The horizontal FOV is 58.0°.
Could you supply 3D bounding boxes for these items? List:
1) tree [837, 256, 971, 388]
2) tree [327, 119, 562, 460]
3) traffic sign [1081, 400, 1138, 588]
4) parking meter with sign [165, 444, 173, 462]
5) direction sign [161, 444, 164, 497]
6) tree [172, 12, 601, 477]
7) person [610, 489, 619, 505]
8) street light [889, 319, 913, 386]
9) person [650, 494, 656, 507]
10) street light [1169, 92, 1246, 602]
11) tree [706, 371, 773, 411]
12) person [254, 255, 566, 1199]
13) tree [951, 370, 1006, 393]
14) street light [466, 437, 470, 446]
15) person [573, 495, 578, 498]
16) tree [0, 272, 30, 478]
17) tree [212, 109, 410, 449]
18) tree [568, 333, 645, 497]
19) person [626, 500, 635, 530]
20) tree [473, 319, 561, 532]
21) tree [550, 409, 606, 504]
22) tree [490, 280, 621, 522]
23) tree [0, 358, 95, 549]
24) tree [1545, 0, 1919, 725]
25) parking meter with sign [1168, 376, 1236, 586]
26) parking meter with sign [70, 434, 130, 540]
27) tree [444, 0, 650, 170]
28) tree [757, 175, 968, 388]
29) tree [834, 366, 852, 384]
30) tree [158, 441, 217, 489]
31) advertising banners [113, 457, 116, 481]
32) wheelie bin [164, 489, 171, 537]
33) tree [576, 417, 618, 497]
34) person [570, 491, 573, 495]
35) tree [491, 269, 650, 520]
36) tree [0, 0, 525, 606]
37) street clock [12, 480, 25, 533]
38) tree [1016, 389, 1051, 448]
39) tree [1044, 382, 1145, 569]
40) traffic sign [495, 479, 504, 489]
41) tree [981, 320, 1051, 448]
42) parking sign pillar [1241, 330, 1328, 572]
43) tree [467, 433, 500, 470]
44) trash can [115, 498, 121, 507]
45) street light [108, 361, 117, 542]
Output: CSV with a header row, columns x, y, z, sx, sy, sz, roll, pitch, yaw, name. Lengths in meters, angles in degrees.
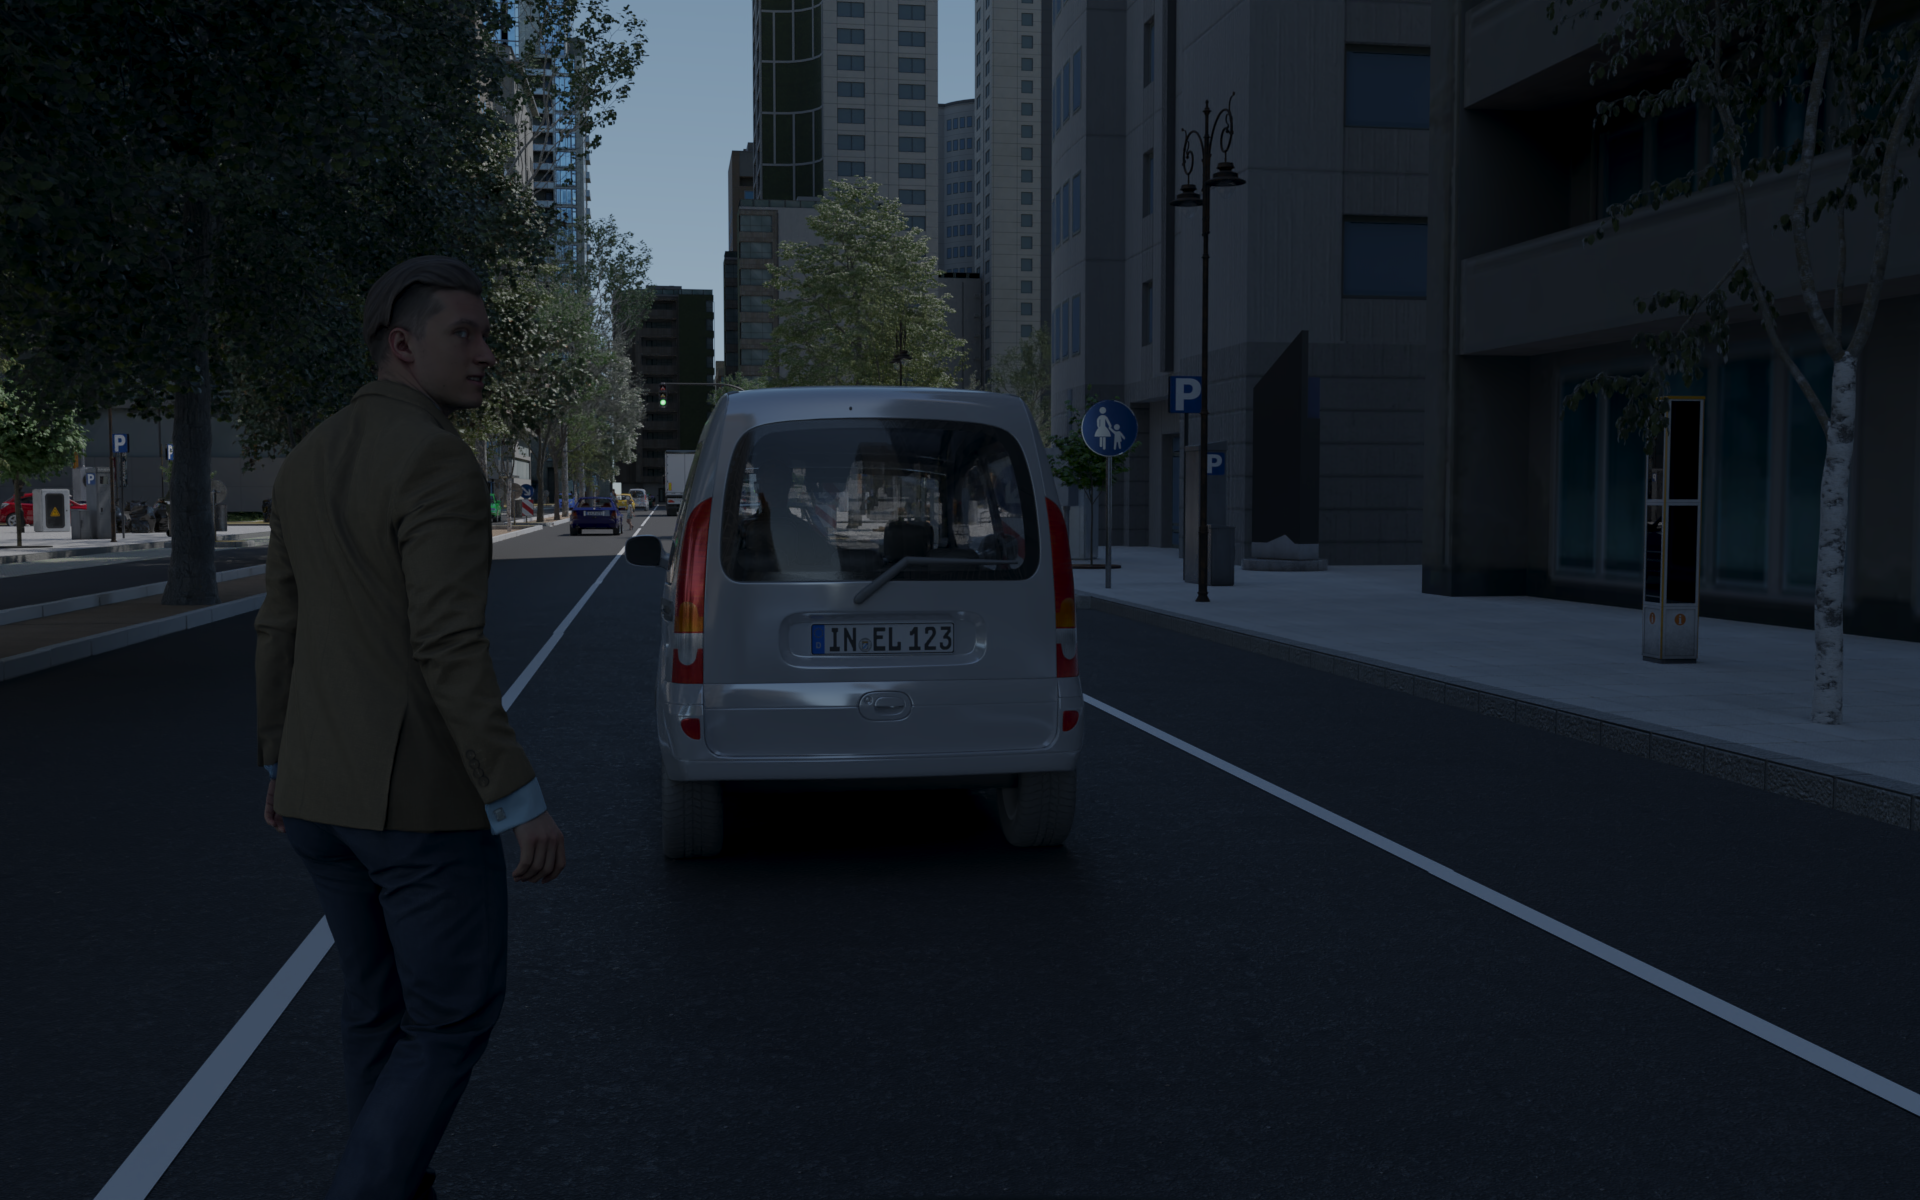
x,y,z,sx,sy,sz,roll,pitch,yaw,name
-1.912,-6.294,53.267,4.737,8.622,4.395,0,3,0,tree
-14.639,-7.692,46.355,7.486,12.596,7.792,0,3,0,tree
2.018,-1.430,23.492,0.768,2.556,0.104,0,4,-3,traffic sign
-26.881,-3.949,60.830,1.738,3.016,0.543,0,4,-6,parking meter with sign
-36.094,-5.285,78.403,0.379,3.537,0.876,-1,4,-22,direction sign
-12.890,-7.243,37.891,9.611,12.733,9.660,0,3,0,tree
-24.218,-6.887,121.197,0.616,1.811,0.778,1,4,14,person
-1.568,-4.479,46.018,0.468,5.910,1.993,-1,4,-10,street light
-34.838,-11.285,196.245,0.697,1.427,0.421,1,4,11,person
2.895,-2.916,20.472,0.468,5.910,1.993,-1,4,-10,street light
-17.505,-13.450,145.670,9.928,11.665,9.643,0,3,0,tree
-0.944,0.336,2.922,0.656,1.842,0.836,1,4,8,person
0.295,-9.390,103.892,4.360,8.622,3.978,0,3,0,tree
-36.494,-9.529,128.584,0.468,5.910,1.993,-1,4,-10,street light
-47.574,-12.588,214.303,0.705,1.826,1.348,1,4,16,person
-21.058,-5.270,36.535,4.737,8.622,4.395,0,3,0,tree
-11.274,-4.694,29.560,4.737,8.622,4.395,0,3,0,tree
-29.424,-13.941,137.053,9.857,13.997,8.962,0,3,0,tree
-12.971,-3.353,68.337,0.382,1.210,0.505,-1,4,-22,person
-17.170,-6.907,65.743,4.360,8.622,3.978,0,3,0,tree
-26.051,-10.068,117.430,4.737,8.622,4.395,0,3,0,tree
-19.995,-9.441,82.573,9.928,11.665,9.643,0,3,0,tree
-22.599,-3.529,41.418,4.285,4.588,4.351,0,3,0,tree
4.982,-3.626,9.649,4.360,8.622,3.978,0,3,0,tree
3.509,-1.748,24.838,0.543,3.016,1.738,-1,4,-11,parking meter with sign
-24.489,-3.243,49.285,0.543,3.016,1.738,1,4,19,parking meter with sign
-16.980,-12.134,56.732,12.611,20.169,13.585,0,3,0,tree
-3.452,-8.816,62.273,7.486,12.596,7.792,0,3,0,tree
-5.690,-8.729,93.077,4.360,8.622,3.978,0,3,0,tree
-24.705,-3.700,55.099,1.663,3.219,1.824,0,3,0,tree
-40.278,-5.223,81.584,2.074,3.025,0.090,2,4,35,advertising banners
-23.425,-2.699,52.034,0.980,1.594,0.693,1,4,18,wheelie bin
-30.506,-11.713,144.330,4.360,8.622,3.978,0,3,0,tree
-38.912,-10.020,173.011,0.721,1.739,1.217,-1,4,-17,person
-21.920,-11.075,93.905,12.009,13.543,11.850,0,3,0,tree
-9.993,-6.912,22.126,9.857,13.997,8.962,0,3,0,tree
-31.008,-3.214,57.116,0.471,2.002,0.358,3,4,38,street clock
4.614,-10.078,115.141,4.360,8.622,3.978,0,3,0,tree
2.268,-2.171,30.105,1.663,3.219,1.824,0,3,0,tree
-39.389,-9.047,148.023,0.768,2.556,0.104,0,4,-2,traffic sign
3.703,-9.693,92.887,7.601,10.594,8.767,1,4,17,tree
5.495,-2.492,29.220,1.447,3.967,1.447,-2,4,-27,parking sign pillar
-39.902,-11.778,142.940,4.737,8.622,4.395,0,3,0,tree
-29.904,-3.012,60.901,0.748,1.137,0.748,0,3,0,trash can
-22.542,-4.475,45.953,0.468,5.910,1.993,-1,4,-10,street light
